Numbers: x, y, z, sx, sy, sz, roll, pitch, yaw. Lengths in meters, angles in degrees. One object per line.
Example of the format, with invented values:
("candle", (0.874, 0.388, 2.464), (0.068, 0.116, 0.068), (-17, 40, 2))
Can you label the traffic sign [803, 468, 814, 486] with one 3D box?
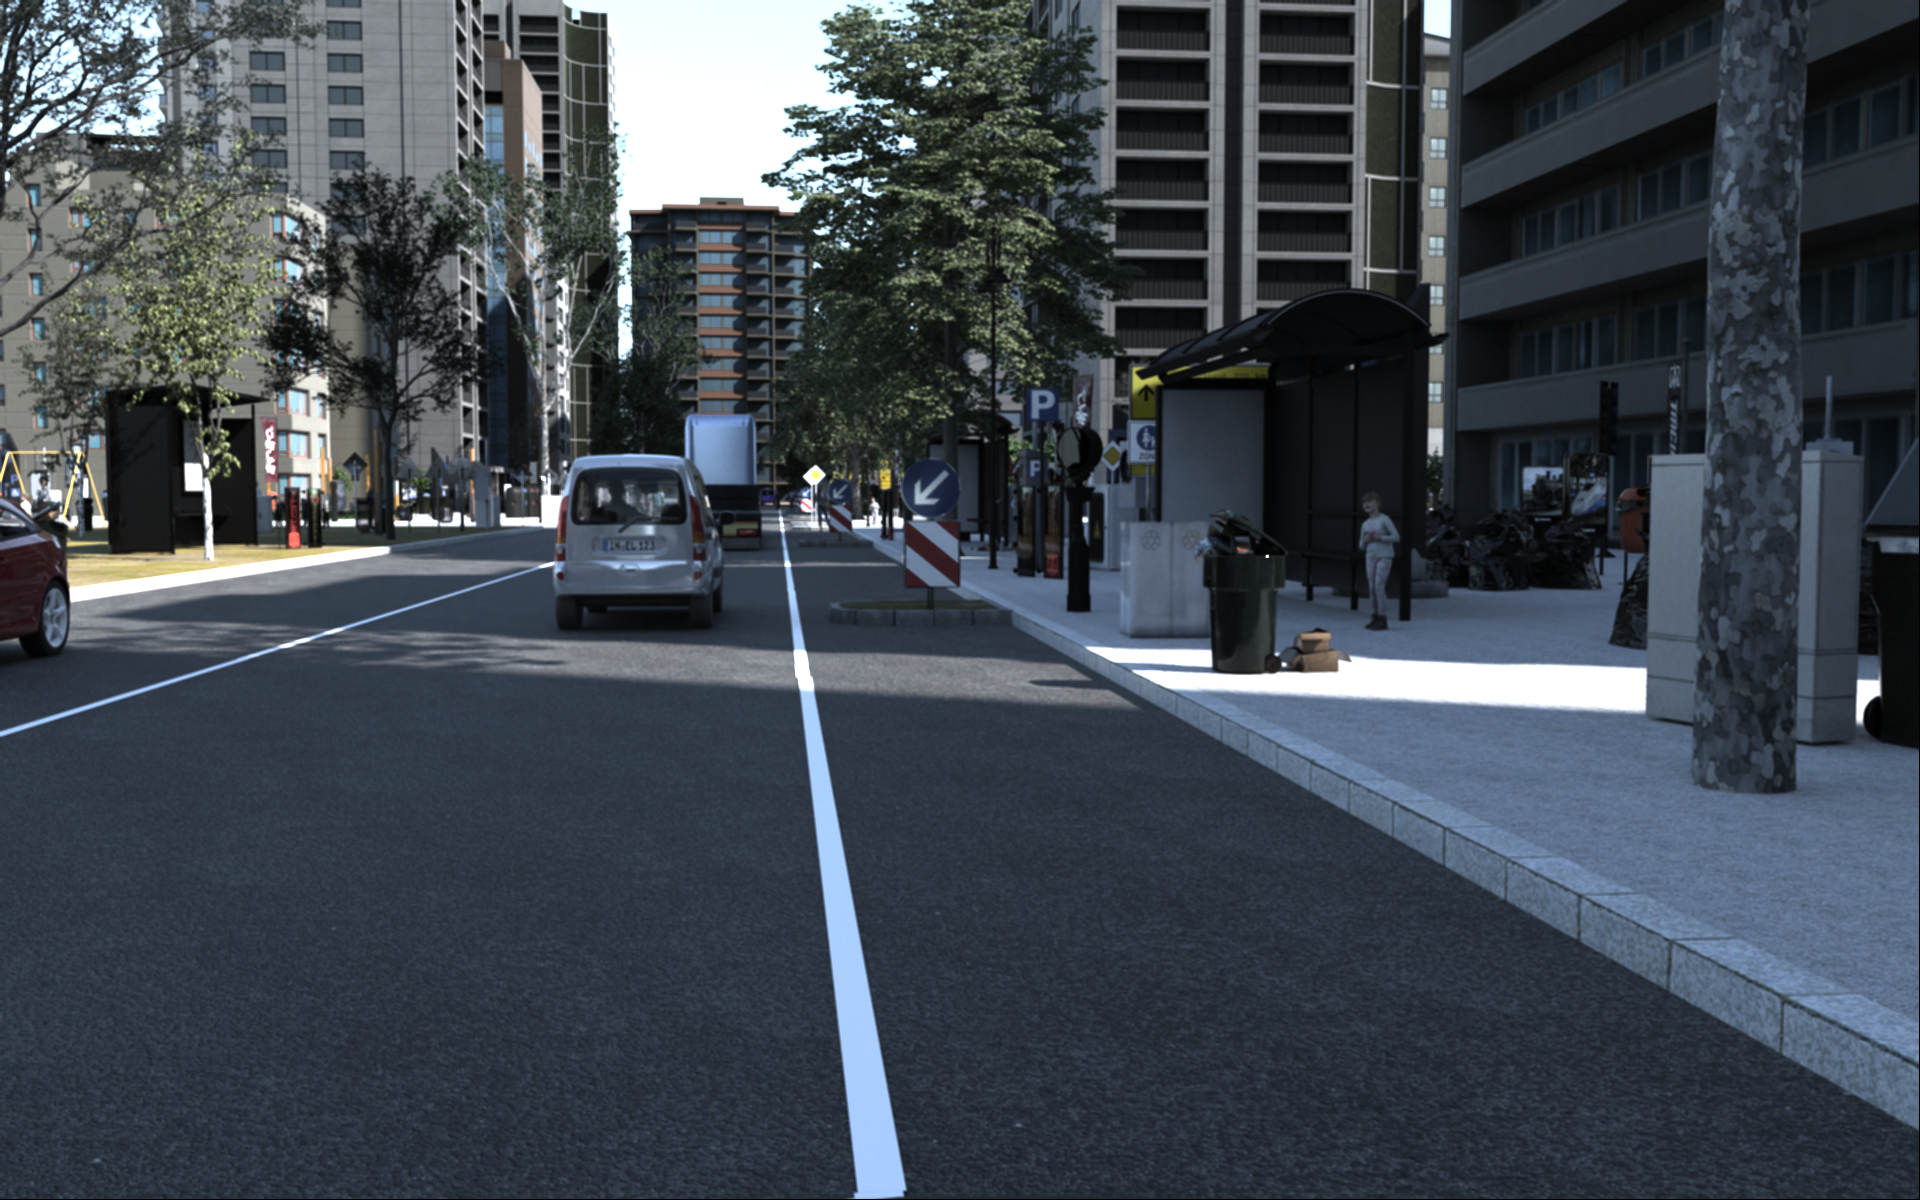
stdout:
("traffic sign", (-6.566, -4.577, 77.018), (0.795, 2.593, 0.064), (0, 4, -6))

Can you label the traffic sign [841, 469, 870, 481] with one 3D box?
("traffic sign", (-8.148, -8.637, 135.086), (2.265, 3.308, 0.079), (0, 4, 0))

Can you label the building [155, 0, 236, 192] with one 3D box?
("building", (-74.087, -40.032, 196.515), (28.212, 58.520, 21.231), (0, 4, -6))

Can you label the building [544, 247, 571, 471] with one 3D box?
("building", (-53.291, -26.381, 203.034), (14.107, 30.474, 14.160), (0, 4, -6))

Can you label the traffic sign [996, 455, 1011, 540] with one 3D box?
("traffic sign", (1.046, -2.943, 48.220), (0.768, 2.556, 0.104), (0, 4, -4))

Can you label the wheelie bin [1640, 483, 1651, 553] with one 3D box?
("wheelie bin", (8.290, -0.734, 19.912), (0.693, 1.594, 0.980), (-2, 4, -25))

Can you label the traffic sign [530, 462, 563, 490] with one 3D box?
("traffic sign", (-26.014, -7.062, 109.333), (2.265, 3.308, 0.079), (0, 4, 1))

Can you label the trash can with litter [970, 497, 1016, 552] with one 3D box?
("trash can with litter", (1.054, -1.748, 39.644), (1.678, 1.210, 2.233), (2, 4, 24))

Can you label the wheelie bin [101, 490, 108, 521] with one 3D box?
("wheelie bin", (-40.360, -4.550, 82.302), (0.693, 1.594, 0.980), (0, 4, -1))

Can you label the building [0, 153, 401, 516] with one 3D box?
("building", (-53.858, -16.365, 112.613), (27.650, 21.520, 28.899), (0, 4, -6))

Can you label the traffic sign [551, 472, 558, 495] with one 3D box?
("traffic sign", (-22.757, -5.895, 96.488), (0.768, 2.556, 0.104), (0, 4, -4))

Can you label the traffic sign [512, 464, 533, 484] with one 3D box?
("traffic sign", (-17.162, -4.019, 67.896), (0.795, 2.593, 0.064), (0, 4, -6))

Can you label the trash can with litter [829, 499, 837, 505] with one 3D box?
("trash can with litter", (-8.780, -6.866, 123.649), (1.055, 1.170, 0.624), (-1, 4, -15))

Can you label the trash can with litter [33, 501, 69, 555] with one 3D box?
("trash can with litter", (-14.747, -0.987, 27.531), (1.055, 1.170, 0.624), (-2, 4, -25))

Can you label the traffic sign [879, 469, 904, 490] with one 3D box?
("traffic sign", (-3.532, -6.502, 100.182), (2.265, 3.308, 0.079), (0, 4, 0))

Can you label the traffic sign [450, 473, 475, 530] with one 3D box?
("traffic sign", (-17.719, -3.772, 61.668), (0.884, 2.594, 0.081), (0, 4, -5))

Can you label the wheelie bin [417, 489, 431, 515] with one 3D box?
("wheelie bin", (-33.604, -6.155, 108.538), (0.980, 1.594, 0.693), (1, 4, 18))

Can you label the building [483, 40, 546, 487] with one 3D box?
("building", (-49.986, -32.118, 175.244), (14.600, 45.320, 14.200), (0, 4, -6))

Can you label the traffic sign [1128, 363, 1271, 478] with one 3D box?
("traffic sign", (3.760, -2.025, 26.988), (2.265, 3.308, 0.079), (0, 4, 3))

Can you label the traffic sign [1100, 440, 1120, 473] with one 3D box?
("traffic sign", (3.708, -2.578, 41.880), (0.795, 2.593, 0.064), (0, 4, 1))

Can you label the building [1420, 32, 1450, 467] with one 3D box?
("building", (41.368, -37.694, 205.534), (27.495, 52.752, 28.713), (0, 4, -6))

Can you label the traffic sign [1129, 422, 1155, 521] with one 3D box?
("traffic sign", (2.622, -1.344, 24.102), (0.606, 2.300, 0.079), (0, 4, -5))

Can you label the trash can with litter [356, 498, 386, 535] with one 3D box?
("trash can with litter", (-19.334, -2.798, 57.127), (1.055, 1.170, 0.624), (0, 4, -6))

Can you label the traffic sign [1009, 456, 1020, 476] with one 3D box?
("traffic sign", (1.810, -3.051, 49.892), (0.884, 2.594, 0.081), (0, 4, -5))

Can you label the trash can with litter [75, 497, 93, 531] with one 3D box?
("trash can with litter", (-30.440, -2.973, 60.003), (0.624, 1.170, 1.055), (-3, 5, -42))

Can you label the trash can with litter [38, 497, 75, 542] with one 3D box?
("trash can with litter", (-24.733, -2.148, 46.171), (2.233, 1.210, 1.678), (-3, 4, -37))

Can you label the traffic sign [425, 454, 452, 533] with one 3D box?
("traffic sign", (-17.033, -3.458, 56.534), (0.884, 2.594, 0.081), (0, 4, -2))

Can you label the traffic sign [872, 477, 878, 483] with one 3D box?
("traffic sign", (-6.537, -8.082, 132.149), (0.884, 2.594, 0.081), (0, 4, -5))

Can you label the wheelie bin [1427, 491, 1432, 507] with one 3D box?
("wheelie bin", (41.780, -8.936, 154.018), (0.693, 1.594, 0.980), (-2, 4, -27))

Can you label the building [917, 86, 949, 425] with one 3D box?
("building", (6.430, -35.482, 203.825), (21.300, 48.544, 21.600), (0, 4, -6))

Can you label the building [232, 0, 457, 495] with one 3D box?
("building", (-51.976, -43.947, 156.777), (20.563, 71.187, 20.611), (0, 4, -6))

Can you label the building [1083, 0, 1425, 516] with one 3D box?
("building", (17.144, -40.648, 102.843), (20.611, 71.187, 20.563), (0, 4, -6))

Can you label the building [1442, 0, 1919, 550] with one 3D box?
("building", (25.125, -25.311, 37.541), (21.300, 48.544, 21.600), (0, 4, -6))

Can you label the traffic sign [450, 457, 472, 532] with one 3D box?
("traffic sign", (-17.021, -3.608, 59.102), (0.768, 2.556, 0.104), (0, 4, 3))

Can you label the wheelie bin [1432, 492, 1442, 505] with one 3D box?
("wheelie bin", (17.401, -3.265, 61.290), (0.980, 1.594, 0.693), (3, 5, 44))

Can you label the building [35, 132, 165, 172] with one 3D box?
("building", (-95.563, -31.526, 199.038), (14.086, 41.232, 14.154), (0, 4, -6))

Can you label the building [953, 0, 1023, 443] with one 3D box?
("building", (9.765, -38.953, 178.874), (21.231, 58.520, 28.212), (0, 4, -6))

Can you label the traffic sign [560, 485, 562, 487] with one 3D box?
("traffic sign", (-24.810, -6.396, 106.705), (0.606, 2.300, 0.079), (0, 4, -4))

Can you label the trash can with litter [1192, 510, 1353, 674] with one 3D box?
("trash can with litter", (2.264, -0.073, 12.576), (1.055, 1.170, 0.624), (-1, 4, -14))

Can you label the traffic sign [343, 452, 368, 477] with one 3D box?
("traffic sign", (-19.012, -3.346, 54.447), (0.795, 2.593, 0.064), (0, 4, 1))

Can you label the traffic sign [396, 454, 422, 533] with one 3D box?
("traffic sign", (-17.959, -3.451, 56.424), (0.884, 2.594, 0.081), (0, 4, 4))

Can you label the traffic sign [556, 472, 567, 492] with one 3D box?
("traffic sign", (-22.824, -6.105, 99.827), (0.884, 2.594, 0.081), (0, 4, 2))

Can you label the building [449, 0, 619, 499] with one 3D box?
("building", (-61.339, -49.863, 253.512), (20.611, 71.187, 20.563), (0, 4, -6))

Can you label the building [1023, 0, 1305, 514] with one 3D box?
("building", (14.409, -42.873, 139.222), (20.563, 71.187, 20.611), (0, 4, -6))

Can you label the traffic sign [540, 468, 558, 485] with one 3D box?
("traffic sign", (-17.999, -4.504, 75.837), (0.795, 2.593, 0.064), (0, 4, -6))

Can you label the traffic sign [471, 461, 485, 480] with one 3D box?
("traffic sign", (-18.588, -4.064, 66.545), (0.768, 2.556, 0.104), (0, 4, -2))

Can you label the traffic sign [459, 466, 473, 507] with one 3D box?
("traffic sign", (-18.075, -3.843, 62.943), (0.768, 2.556, 0.104), (0, 4, -5))

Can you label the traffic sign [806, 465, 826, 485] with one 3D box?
("traffic sign", (-5.729, -4.091, 69.076), (0.795, 2.593, 0.064), (0, 4, -6))
